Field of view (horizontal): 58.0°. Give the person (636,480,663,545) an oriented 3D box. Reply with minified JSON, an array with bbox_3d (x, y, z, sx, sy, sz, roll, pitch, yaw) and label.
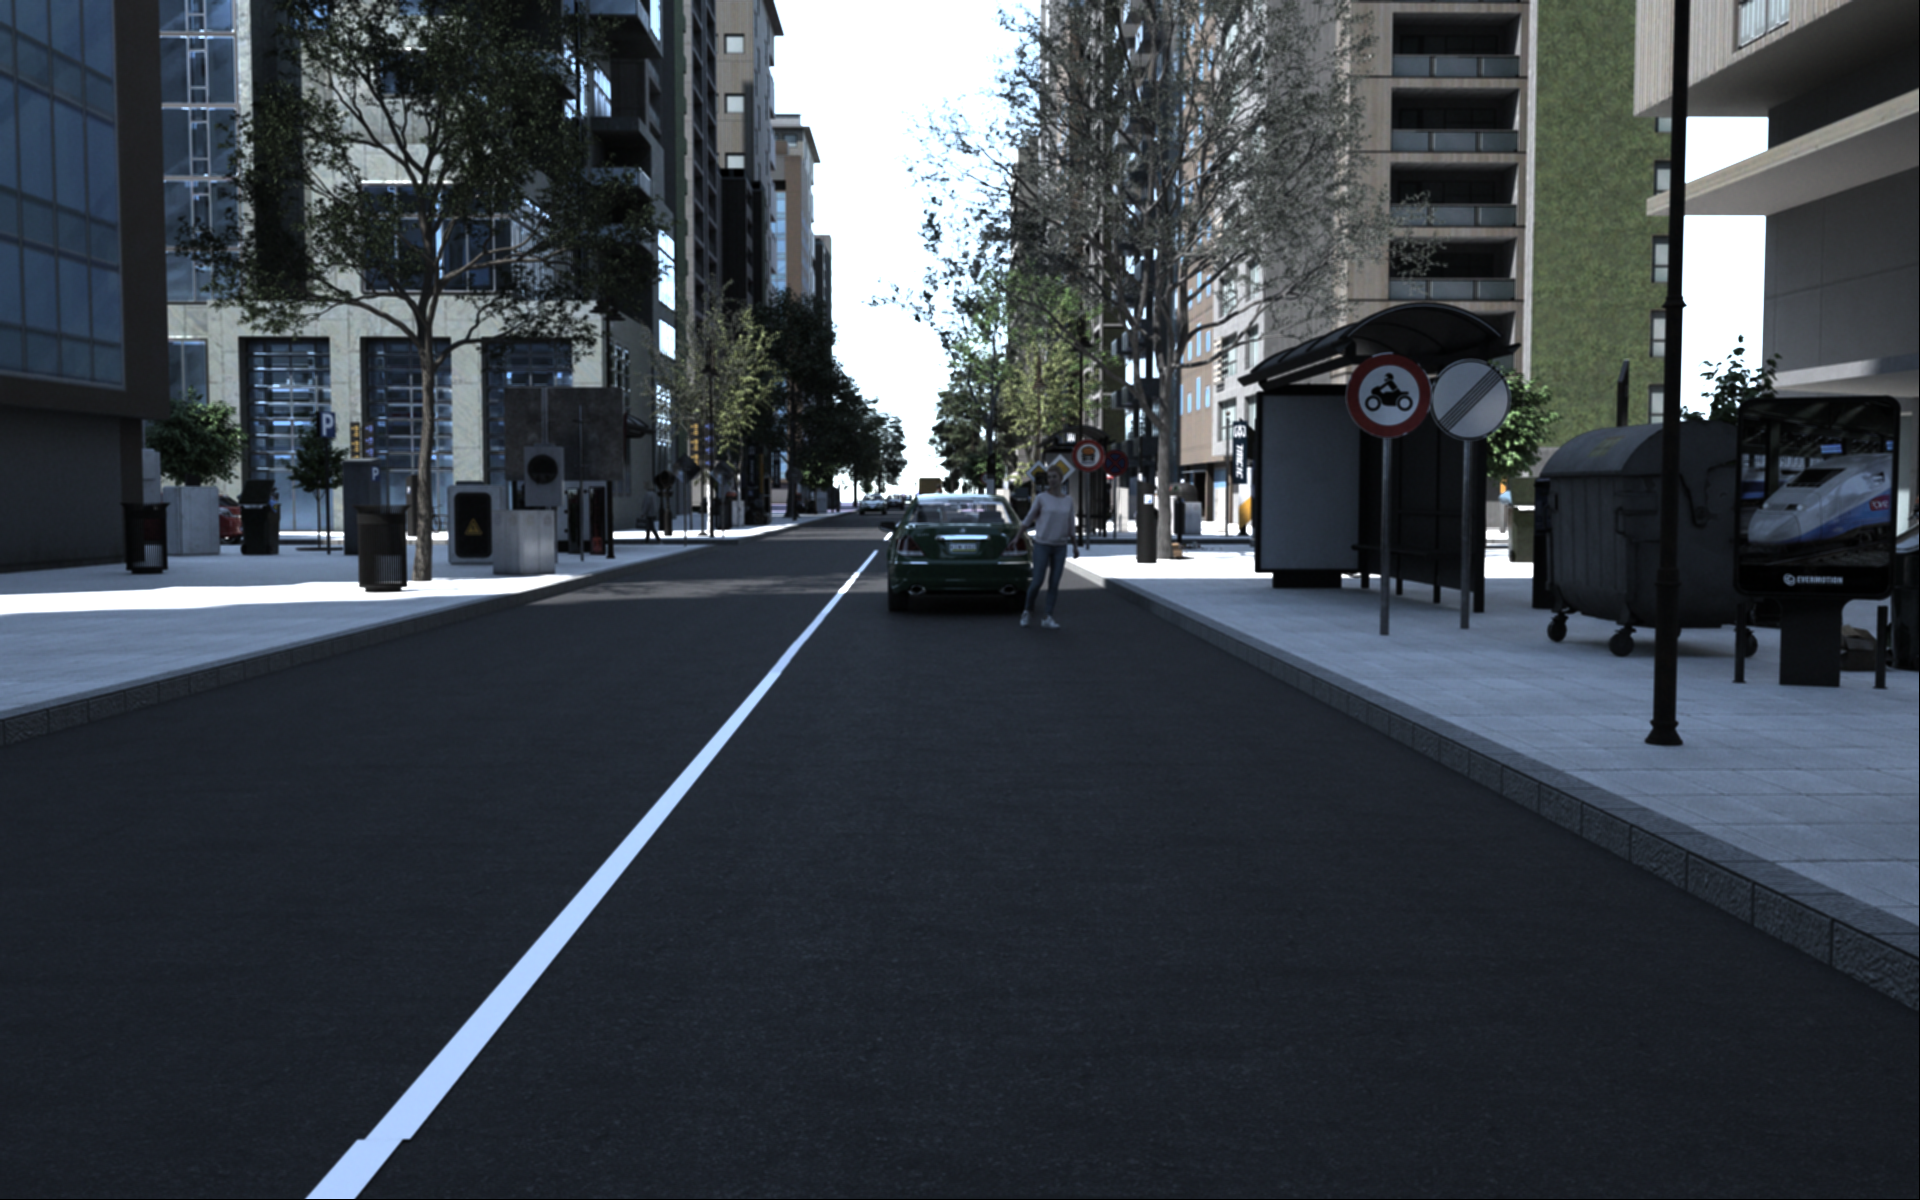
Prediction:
[{"bbox_3d":[-8.141,-2.246,45.403,0.728,1.800,0.709,1,4,10],"label":"person"}]

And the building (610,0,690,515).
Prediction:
[{"bbox_3d":[-24.111,-25.621,102.505,14.154,41.232,14.086,0,4,-1],"label":"building"}]

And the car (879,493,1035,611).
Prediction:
[{"bbox_3d":[-0.012,-0.666,22.687,2.131,1.459,4.920,0,4,-1],"label":"car"}]

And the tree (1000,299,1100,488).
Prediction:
[{"bbox_3d":[3.279,-7.078,66.091,4.737,8.622,4.395,0,3,0],"label":"tree"}]

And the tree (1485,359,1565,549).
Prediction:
[{"bbox_3d":[12.465,-3.492,40.813,4.285,4.588,4.351,0,3,0],"label":"tree"}]

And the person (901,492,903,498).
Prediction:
[{"bbox_3d":[-9.150,-16.123,272.919,0.445,1.727,0.742,-1,4,-13],"label":"person"}]

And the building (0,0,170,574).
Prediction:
[{"bbox_3d":[-22.101,-22.927,24.970,14.200,45.320,14.600,0,4,-1],"label":"building"}]

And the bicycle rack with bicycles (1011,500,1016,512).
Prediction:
[{"bbox_3d":[3.128,-5.452,102.528,2.925,0.926,2.852,-1,4,-12],"label":"bicycle rack with bicycles"}]

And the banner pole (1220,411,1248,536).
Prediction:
[{"bbox_3d":[8.309,-3.816,52.404,0.863,3.779,0.401,2,4,29],"label":"banner pole"}]

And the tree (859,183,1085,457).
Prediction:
[{"bbox_3d":[0.586,-15.342,106.738,12.611,20.169,13.585,0,3,0],"label":"tree"}]

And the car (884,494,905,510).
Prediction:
[{"bbox_3d":[-6.102,-9.251,161.040,2.009,1.686,4.222,0,4,1],"label":"car"}]

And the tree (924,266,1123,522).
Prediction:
[{"bbox_3d":[3.143,-9.218,76.469,9.928,11.665,9.643,0,3,0],"label":"tree"}]

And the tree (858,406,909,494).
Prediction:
[{"bbox_3d":[-11.633,-21.059,250.968,9.857,13.997,8.962,0,3,0],"label":"tree"}]

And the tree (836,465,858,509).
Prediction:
[{"bbox_3d":[-11.204,-14.259,183.488,4.737,8.622,4.395,0,3,0],"label":"tree"}]

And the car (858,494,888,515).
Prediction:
[{"bbox_3d":[-6.084,-6.702,121.378,2.131,1.459,4.920,0,4,-1],"label":"car"}]

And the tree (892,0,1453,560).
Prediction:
[{"bbox_3d":[3.898,-7.535,33.564,12.009,13.543,11.850,0,3,0],"label":"tree"}]

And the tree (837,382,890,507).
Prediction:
[{"bbox_3d":[-10.843,-15.759,175.782,7.486,12.596,7.792,0,3,0],"label":"tree"}]

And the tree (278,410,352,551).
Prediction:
[{"bbox_3d":[-14.777,-2.749,39.540,1.663,3.219,1.824,0,3,0],"label":"tree"}]

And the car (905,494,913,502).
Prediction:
[{"bbox_3d":[-8.714,-16.606,283.311,2.131,1.459,4.920,0,4,-2],"label":"car"}]

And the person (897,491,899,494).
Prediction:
[{"bbox_3d":[-7.563,-12.653,215.904,0.750,1.759,0.617,0,4,5],"label":"person"}]

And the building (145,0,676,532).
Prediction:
[{"bbox_3d":[-23.401,-46.359,70.645,22.319,86.520,31.000,0,4,-1],"label":"building"}]

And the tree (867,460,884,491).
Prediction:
[{"bbox_3d":[-11.553,-16.172,214.774,4.360,8.622,3.978,0,3,0],"label":"tree"}]

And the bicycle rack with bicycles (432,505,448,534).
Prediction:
[{"bbox_3d":[-16.025,-2.621,56.229,2.852,0.926,2.925,-3,4,-39],"label":"bicycle rack with bicycles"}]

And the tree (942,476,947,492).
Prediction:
[{"bbox_3d":[-1.389,-17.220,265.266,4.285,4.588,4.351,0,3,0],"label":"tree"}]

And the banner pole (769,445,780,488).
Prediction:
[{"bbox_3d":[-9.412,-5.975,87.712,0.863,3.779,0.401,2,4,32],"label":"banner pole"}]

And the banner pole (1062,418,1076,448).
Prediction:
[{"bbox_3d":[3.544,-4.084,56.793,0.401,3.779,0.863,-3,4,-36],"label":"banner pole"}]

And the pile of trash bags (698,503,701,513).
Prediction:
[{"bbox_3d":[-15.709,-6.388,114.199,3.447,1.369,1.912,3,5,45],"label":"pile of trash bags"}]

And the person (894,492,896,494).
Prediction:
[{"bbox_3d":[-9.958,-15.752,266.048,0.705,1.824,1.348,2,4,28],"label":"person"}]

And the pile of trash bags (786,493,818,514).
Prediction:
[{"bbox_3d":[-10.463,-6.362,113.778,1.912,1.369,3.447,-1,4,-13],"label":"pile of trash bags"}]

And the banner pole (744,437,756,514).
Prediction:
[{"bbox_3d":[-9.167,-5.226,75.464,0.863,3.779,0.401,3,5,41],"label":"banner pole"}]

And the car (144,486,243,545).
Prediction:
[{"bbox_3d":[-21.286,-2.269,46.131,4.494,1.783,2.155,0,4,-1],"label":"car"}]

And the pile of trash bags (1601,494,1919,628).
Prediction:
[{"bbox_3d":[8.157,-0.449,17.087,3.447,1.369,1.912,1,4,15],"label":"pile of trash bags"}]

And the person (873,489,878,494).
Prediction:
[{"bbox_3d":[-6.668,-7.876,137.415,1.348,1.807,0.705,-1,4,-20],"label":"person"}]

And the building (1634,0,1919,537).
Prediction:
[{"bbox_3d":[26.835,-26.356,20.160,28.713,52.752,27.495,0,4,-1],"label":"building"}]

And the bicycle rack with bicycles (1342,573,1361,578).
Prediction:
[{"bbox_3d":[6.603,-0.833,27.003,2.925,0.926,2.852,1,4,13],"label":"bicycle rack with bicycles"}]

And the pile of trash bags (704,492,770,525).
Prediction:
[{"bbox_3d":[-9.006,-3.754,71.134,1.912,1.369,3.447,0,4,7],"label":"pile of trash bags"}]

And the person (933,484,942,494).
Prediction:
[{"bbox_3d":[-0.845,-3.619,67.650,0.713,1.824,0.794,1,4,14],"label":"person"}]

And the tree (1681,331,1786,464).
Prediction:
[{"bbox_3d":[9.353,-1.591,20.617,1.663,3.219,1.824,0,3,0],"label":"tree"}]

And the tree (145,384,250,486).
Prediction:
[{"bbox_3d":[-22.937,-4.160,51.734,4.285,4.588,4.351,0,3,0],"label":"tree"}]

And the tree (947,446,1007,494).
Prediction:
[{"bbox_3d":[1.660,-8.169,117.275,4.285,4.588,4.351,0,3,0],"label":"tree"}]

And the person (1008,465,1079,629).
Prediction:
[{"bbox_3d":[0.844,-0.575,18.570,0.731,1.740,0.598,-2,4,-28],"label":"person"}]

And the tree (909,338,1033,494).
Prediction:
[{"bbox_3d":[1.618,-14.457,143.035,9.857,13.997,8.962,0,3,0],"label":"tree"}]

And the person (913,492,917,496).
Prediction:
[{"bbox_3d":[-7.005,-16.268,275.205,1.217,1.736,0.721,-1,4,-20],"label":"person"}]

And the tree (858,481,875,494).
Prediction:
[{"bbox_3d":[-11.458,-13.699,218.571,1.663,3.219,1.824,0,3,0],"label":"tree"}]

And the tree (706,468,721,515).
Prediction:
[{"bbox_3d":[-14.340,-6.708,104.283,1.663,3.219,1.824,0,3,0],"label":"tree"}]

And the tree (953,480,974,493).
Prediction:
[{"bbox_3d":[0.585,-12.450,198.159,1.663,3.219,1.824,0,3,0],"label":"tree"}]

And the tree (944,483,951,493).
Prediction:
[{"bbox_3d":[-1.612,-15.864,253.973,1.663,3.219,1.824,0,3,0],"label":"tree"}]

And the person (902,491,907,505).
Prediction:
[{"bbox_3d":[-7.206,-13.286,225.597,0.709,1.838,0.599,-3,5,-45],"label":"person"}]

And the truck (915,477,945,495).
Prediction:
[{"bbox_3d":[-3.399,-12.250,196.210,3.469,3.379,9.791,0,4,-2],"label":"truck"}]

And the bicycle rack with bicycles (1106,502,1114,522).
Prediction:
[{"bbox_3d":[6.347,-3.973,78.345,2.852,0.926,2.925,-3,4,-39],"label":"bicycle rack with bicycles"}]

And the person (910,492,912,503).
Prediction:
[{"bbox_3d":[-6.437,-13.533,230.587,0.721,1.723,1.217,0,4,-4],"label":"person"}]

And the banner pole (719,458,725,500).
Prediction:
[{"bbox_3d":[-14.678,-7.130,106.593,0.401,3.779,0.863,-3,5,-41],"label":"banner pole"}]

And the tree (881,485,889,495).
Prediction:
[{"bbox_3d":[-12.434,-17.637,282.969,1.663,3.219,1.824,0,3,0],"label":"tree"}]

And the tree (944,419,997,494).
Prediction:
[{"bbox_3d":[1.229,-13.921,177.977,4.360,8.622,3.978,0,3,0],"label":"tree"}]

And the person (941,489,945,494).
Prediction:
[{"bbox_3d":[-1.424,-7.828,136.505,1.348,1.821,0.705,0,4,-2],"label":"person"}]
